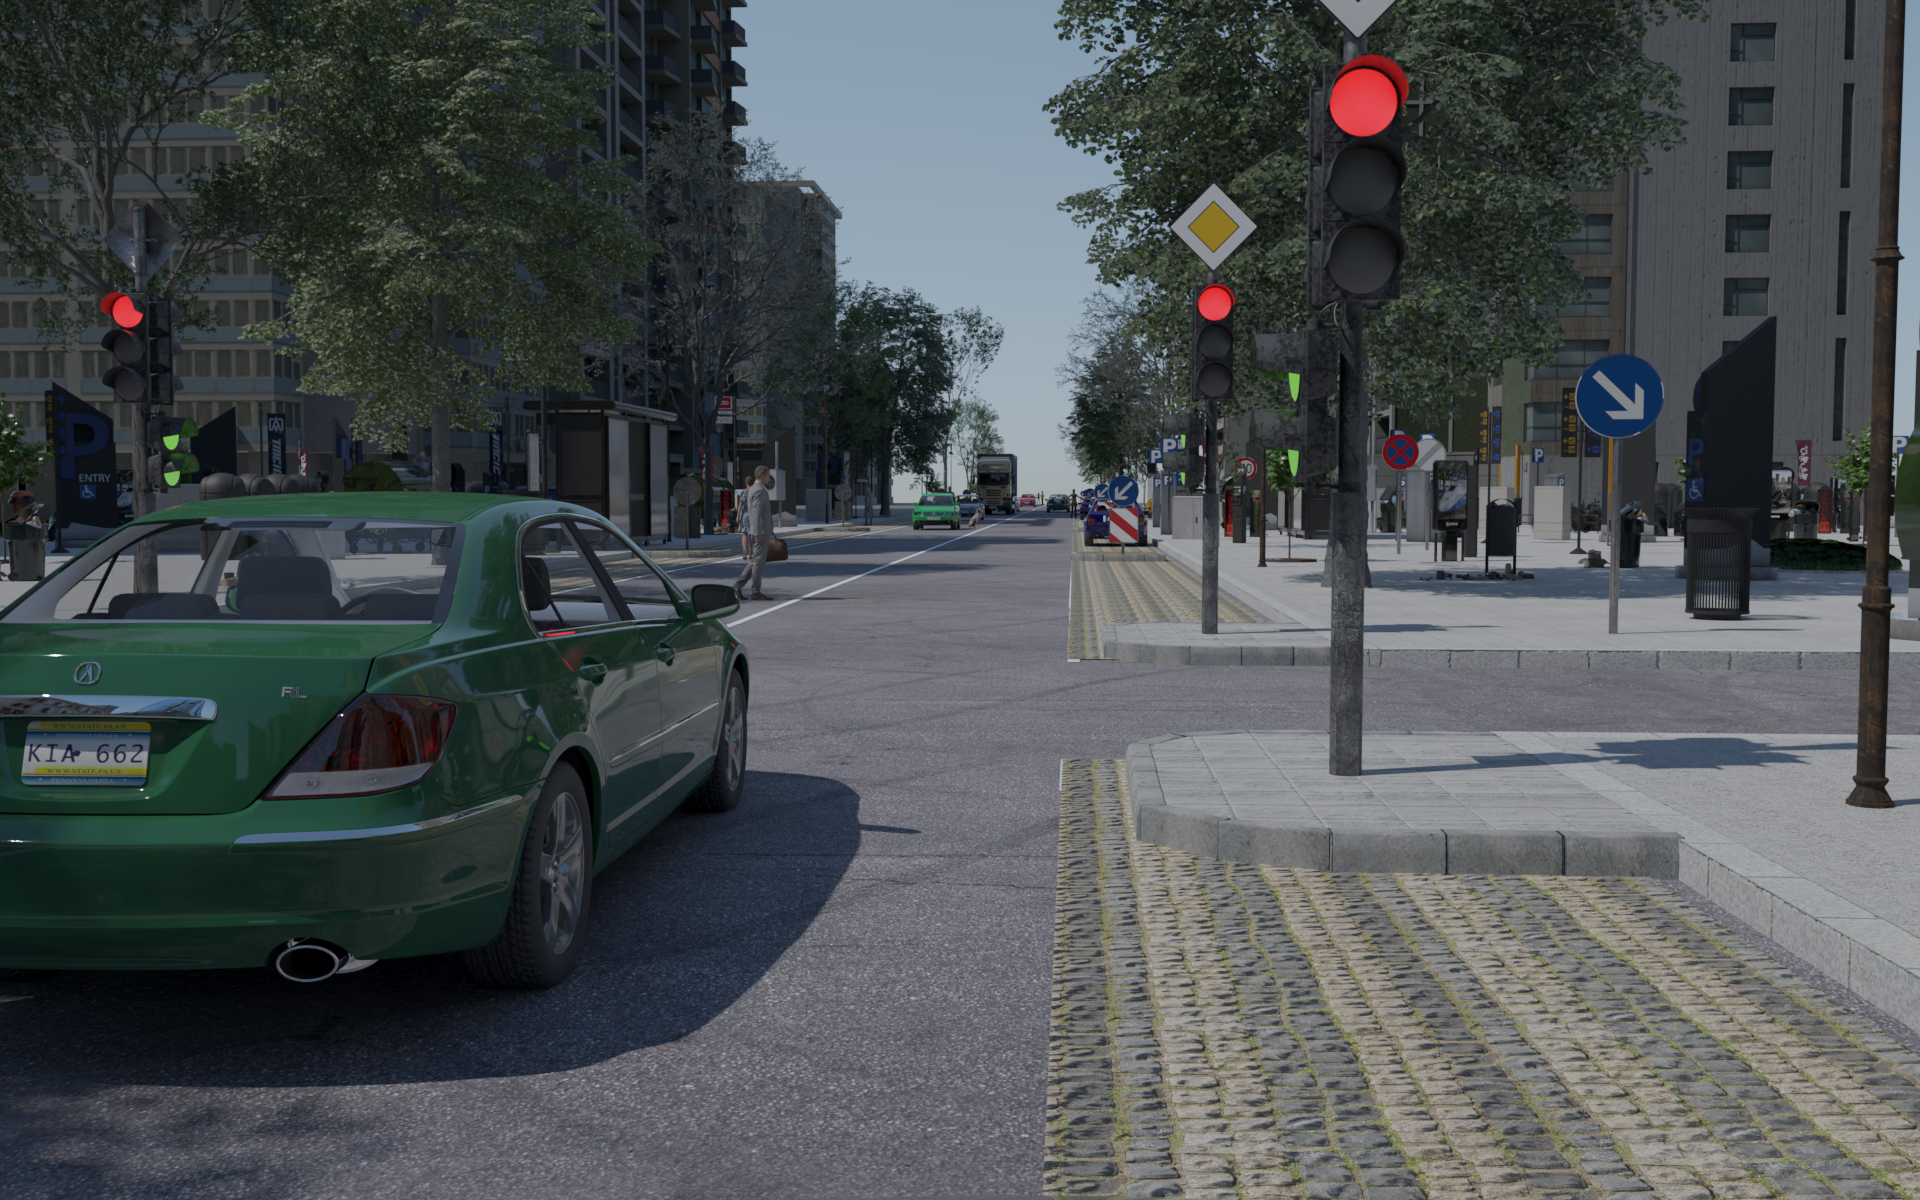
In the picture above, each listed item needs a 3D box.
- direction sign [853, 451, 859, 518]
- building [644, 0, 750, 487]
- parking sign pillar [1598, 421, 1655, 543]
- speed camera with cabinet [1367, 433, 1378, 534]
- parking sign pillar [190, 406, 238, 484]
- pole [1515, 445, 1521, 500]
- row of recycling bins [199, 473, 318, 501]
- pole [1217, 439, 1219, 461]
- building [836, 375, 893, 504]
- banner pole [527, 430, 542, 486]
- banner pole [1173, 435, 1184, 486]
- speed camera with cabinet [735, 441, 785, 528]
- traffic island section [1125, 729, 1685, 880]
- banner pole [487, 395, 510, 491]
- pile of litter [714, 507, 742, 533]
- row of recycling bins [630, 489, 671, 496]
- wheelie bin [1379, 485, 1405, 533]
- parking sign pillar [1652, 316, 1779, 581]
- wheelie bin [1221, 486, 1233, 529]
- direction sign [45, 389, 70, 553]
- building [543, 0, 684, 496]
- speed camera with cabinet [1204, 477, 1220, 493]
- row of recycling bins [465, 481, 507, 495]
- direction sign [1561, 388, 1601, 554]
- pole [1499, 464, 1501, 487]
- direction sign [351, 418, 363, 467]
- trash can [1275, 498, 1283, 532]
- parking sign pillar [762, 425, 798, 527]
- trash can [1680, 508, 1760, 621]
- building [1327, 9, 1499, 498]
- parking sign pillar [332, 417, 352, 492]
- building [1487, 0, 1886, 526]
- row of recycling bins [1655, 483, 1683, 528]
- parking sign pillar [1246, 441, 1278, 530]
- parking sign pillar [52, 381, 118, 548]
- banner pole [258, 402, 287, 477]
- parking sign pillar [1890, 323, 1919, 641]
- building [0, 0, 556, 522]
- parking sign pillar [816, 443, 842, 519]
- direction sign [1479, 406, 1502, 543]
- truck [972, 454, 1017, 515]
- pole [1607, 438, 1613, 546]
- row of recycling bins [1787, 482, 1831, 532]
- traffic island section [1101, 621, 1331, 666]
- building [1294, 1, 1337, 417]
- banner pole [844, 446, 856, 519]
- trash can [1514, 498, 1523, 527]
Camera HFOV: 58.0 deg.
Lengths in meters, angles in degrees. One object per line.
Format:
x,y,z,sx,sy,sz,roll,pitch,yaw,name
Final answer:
-5.479,-6.063,91.125,0.379,3.537,0.876,1,4,14,direction sign
-27.909,-28.948,127.917,22.147,44.769,28.867,0,4,4,building
17.798,-3.523,46.075,1.447,3.967,1.447,2,4,25,parking sign pillar
13.418,-3.832,56.983,0.660,3.252,2.038,1,4,15,speed camera with cabinet
-22.760,-3.939,52.876,1.447,3.967,1.447,-1,4,-20,parking sign pillar
23.125,-4.770,71.839,0.158,3.312,0.155,0,3,0,pole
-14.086,-1.709,35.062,1.069,1.692,3.534,1,4,9,row of recycling bins
9.550,-4.336,64.742,0.158,3.312,0.155,0,3,0,pole
-24.149,-23.567,230.362,27.650,21.520,28.899,0,4,4,building
-16.597,-4.749,67.670,0.863,3.779,0.401,-1,4,-22,banner pole
8.286,-4.633,65.770,0.401,3.779,0.863,-2,4,-35,banner pole
-7.558,-4.345,65.380,2.038,3.252,0.660,2,4,33,speed camera with cabinet
1.787,0.877,7.936,2.009,0.180,2.903,0,4,4,traffic island section
-11.613,-3.294,43.872,0.401,3.779,0.863,2,4,34,banner pole
-7.751,-2.659,57.440,1.176,0.858,1.719,0,4,-8,pile of litter
-11.074,-3.292,60.938,1.069,1.692,3.534,1,4,9,row of recycling bins
14.461,-3.062,57.974,0.693,1.594,0.980,-1,4,-17,wheelie bin
11.659,-2.310,26.235,1.447,3.967,1.447,-1,4,-20,parking sign pillar
10.078,-3.430,63.981,0.980,1.594,0.693,3,5,44,wheelie bin
-19.629,-2.793,37.665,0.876,3.537,0.379,3,4,37,direction sign
-27.684,-40.599,102.038,20.563,71.187,20.611,0,4,4,building
12.961,-5.637,86.507,0.660,3.252,2.038,-2,4,-25,speed camera with cabinet
-15.492,-2.928,54.982,3.534,1.692,1.069,3,4,38,row of recycling bins
13.235,-2.749,36.950,0.876,3.537,0.379,0,4,-6,direction sign
27.978,-5.858,89.627,0.158,3.312,0.155,0,3,0,pole
-17.961,-3.647,51.631,0.379,3.537,0.876,-3,4,-37,direction sign
11.161,-2.917,59.351,0.748,1.137,0.748,0,3,0,trash can
-7.093,-4.858,67.904,1.447,3.967,1.447,0,4,0,parking sign pillar
7.776,-0.373,17.756,0.748,1.137,0.748,0,3,0,trash can
35.178,-41.098,110.196,20.563,71.187,20.611,0,4,4,building
-21.760,-4.463,61.435,1.447,3.967,1.447,0,4,4,parking sign pillar
30.714,-18.632,76.334,14.160,30.474,14.107,0,4,4,building
26.557,-3.570,65.484,1.069,1.692,3.534,2,4,33,row of recycling bins
10.866,-4.482,61.746,1.447,3.967,1.447,2,4,23,parking sign pillar
-21.114,-3.263,41.819,1.447,3.967,1.447,-2,4,-34,parking sign pillar
-18.754,-3.495,47.155,0.863,3.779,0.401,-2,4,-28,banner pole
8.959,-1.644,15.352,1.447,3.967,1.447,-3,4,-38,parking sign pillar
-32.961,-23.733,79.919,32.217,40.220,23.993,0,4,4,building
-6.870,-6.264,90.892,1.447,3.967,1.447,1,4,9,parking sign pillar
13.741,-3.239,44.959,0.379,3.537,0.876,-1,4,-19,direction sign
2.593,-8.140,121.995,2.839,4.237,11.283,0,4,4,truck
16.037,-2.983,42.613,0.158,3.312,0.155,0,3,0,pole
27.898,-3.194,59.340,3.534,1.692,1.069,1,4,20,row of recycling bins
2.314,0.390,15.904,2.009,0.180,2.903,0,4,4,traffic island section
36.975,-36.298,135.479,21.231,58.520,28.212,0,4,4,building
-5.718,-6.065,89.181,0.401,3.779,0.863,3,4,37,banner pole
21.379,-3.381,66.937,0.748,1.137,0.748,0,3,0,trash can
